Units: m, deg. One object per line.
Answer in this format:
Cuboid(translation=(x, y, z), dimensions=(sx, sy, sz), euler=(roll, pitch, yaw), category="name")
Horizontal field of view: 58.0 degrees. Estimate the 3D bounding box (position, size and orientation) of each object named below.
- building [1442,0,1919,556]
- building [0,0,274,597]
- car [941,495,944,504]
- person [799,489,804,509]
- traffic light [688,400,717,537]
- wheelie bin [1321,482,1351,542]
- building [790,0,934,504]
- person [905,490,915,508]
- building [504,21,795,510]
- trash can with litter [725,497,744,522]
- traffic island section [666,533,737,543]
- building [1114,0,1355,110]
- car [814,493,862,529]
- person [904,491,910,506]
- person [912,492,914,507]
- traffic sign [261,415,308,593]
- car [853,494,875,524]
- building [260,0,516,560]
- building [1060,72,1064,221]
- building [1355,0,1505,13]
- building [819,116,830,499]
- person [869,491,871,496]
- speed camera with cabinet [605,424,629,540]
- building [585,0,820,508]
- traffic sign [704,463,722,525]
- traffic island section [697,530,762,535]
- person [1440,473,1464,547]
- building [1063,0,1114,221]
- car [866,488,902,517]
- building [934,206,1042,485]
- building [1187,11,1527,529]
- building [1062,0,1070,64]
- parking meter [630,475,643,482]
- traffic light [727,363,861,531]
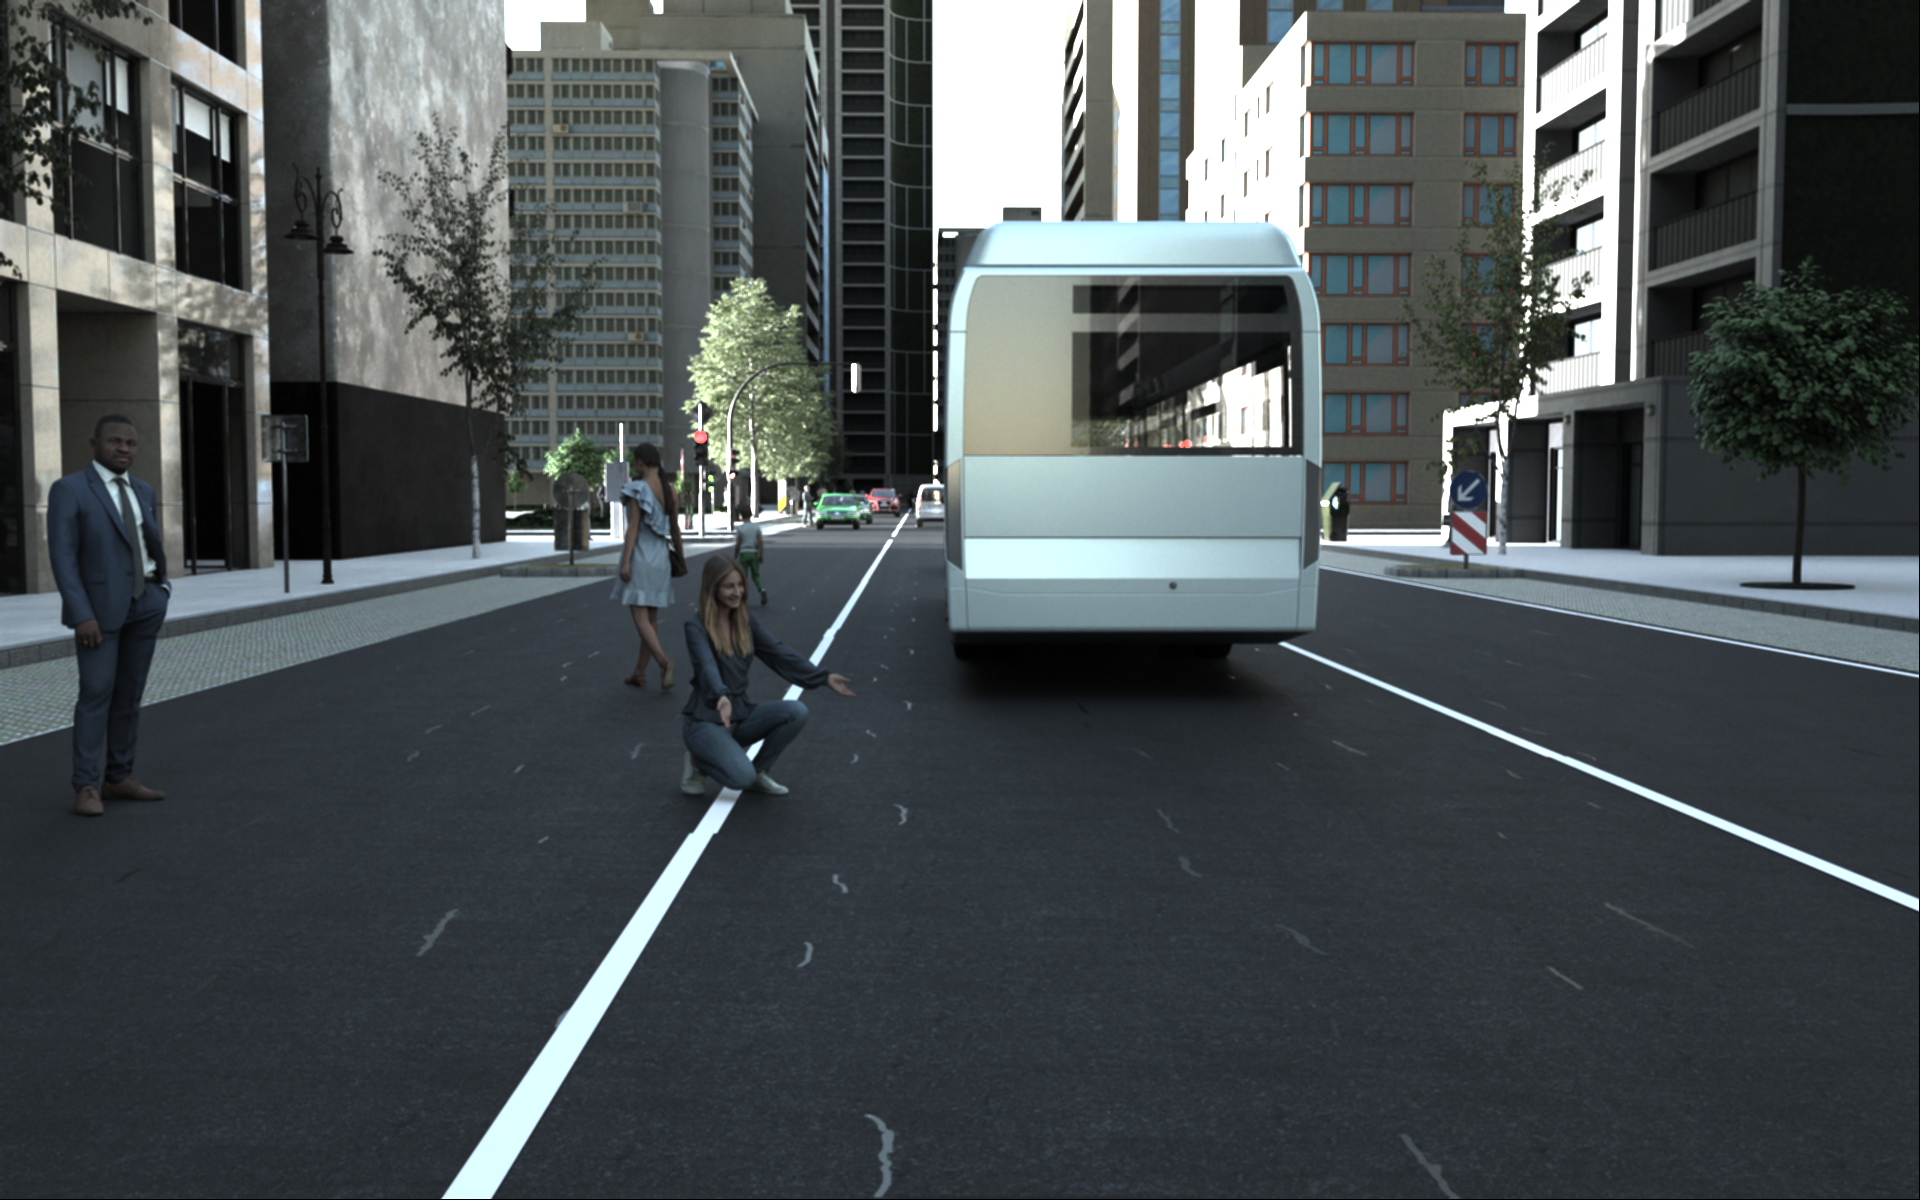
Cuboid(translation=(24.560, -36.715, 38.541), dimensions=(20.563, 71.187, 20.611), euler=(0, 4, -1), category="building")
Cuboid(translation=(-21.189, -12.706, 12.266), dimensions=(19.350, 26.468, 34.151), euler=(0, 4, -1), category="building")
Cuboid(translation=(0.799, -1.437, 32.171), dimensions=(2.281, 1.827, 5.304), euler=(0, 4, -2), category="car")
Cuboid(translation=(-13.970, -8.873, 152.031), dimensions=(0.541, 1.710, 0.530), euler=(0, 4, -3), category="person")
Cuboid(translation=(-7.705, -3.848, 51.833), dimensions=(0.839, 4.253, 0.868), euler=(0, 4, -1), category="traffic light")
Cuboid(translation=(10.172, -2.383, 46.875), dimensions=(0.693, 1.594, 0.980), euler=(-1, 4, -8), category="wheelie bin")
Cuboid(translation=(-13.763, -48.423, 229.971), dimensions=(20.611, 71.187, 20.563), euler=(0, 4, -1), category="building")
Cuboid(translation=(-5.004, -10.234, 175.966), dimensions=(1.348, 1.807, 0.705), euler=(3, 5, 40), category="person")
Cuboid(translation=(-30.416, -27.813, 146.629), dimensions=(32.217, 40.220, 23.993), euler=(0, 4, -1), category="building")
Cuboid(translation=(-10.195, -4.144, 79.142), dimensions=(0.624, 1.170, 1.055), euler=(2, 4, 27), category="trash can with litter")
Cuboid(translation=(-7.745, -1.816, 51.967), dimensions=(2.009, 0.180, 2.903), euler=(0, 4, -1), category="traffic island section")
Cuboid(translation=(18.389, -28.836, 121.586), dimensions=(14.600, 45.320, 14.200), euler=(0, 4, -1), category="building")
Cuboid(translation=(-5.038, -3.845, 71.662), dimensions=(1.959, 1.807, 4.718), euler=(0, 4, -3), category="car")
Cuboid(translation=(-6.081, -12.115, 206.670), dimensions=(1.348, 1.812, 0.705), euler=(1, 4, 14), category="person")
Cuboid(translation=(-5.403, -11.486, 197.120), dimensions=(0.721, 1.723, 1.217), euler=(1, 4, 15), category="person")
Cuboid(translation=(-8.738, -1.241, 22.424), dimensions=(0.606, 2.300, 0.079), euler=(0, 4, 3), category="traffic sign")
Cuboid(translation=(-5.174, -4.411, 83.920), dimensions=(2.131, 1.459, 4.920), euler=(0, 4, -2), category="car")
Cuboid(translation=(-20.612, -10.635, 41.330), dimensions=(16.811, 18.784, 16.820), euler=(0, 4, -1), category="building")
Cuboid(translation=(17.296, -31.810, 170.197), dimensions=(14.600, 45.320, 14.200), euler=(0, 4, -1), category="building")
Cuboid(translation=(21.250, -27.371, 97.623), dimensions=(14.600, 45.320, 14.200), euler=(0, 4, -1), category="building")
Cuboid(translation=(-22.660, -33.702, 201.131), dimensions=(14.200, 45.320, 14.600), euler=(0, 4, -1), category="building")
Cuboid(translation=(-10.903, -12.281, 209.745), dimensions=(0.568, 1.767, 0.683), euler=(0, 4, 8), category="person")
Cuboid(translation=(-9.725, -3.378, 49.560), dimensions=(0.660, 3.252, 2.038), euler=(0, 4, -3), category="speed camera with cabinet")
Cuboid(translation=(-25.045, -33.382, 169.501), dimensions=(21.300, 48.544, 21.600), euler=(0, 4, -1), category="building")
Cuboid(translation=(-10.274, -4.403, 72.090), dimensions=(0.768, 2.556, 0.104), euler=(0, 4, 3), category="traffic sign")
Cuboid(translation=(-7.929, -2.304, 59.950), dimensions=(2.009, 0.180, 2.903), euler=(0, 4, -1), category="traffic island section")
Cuboid(translation=(11.852, -2.152, 41.412), dimensions=(0.728, 1.800, 0.709), euler=(1, 4, 20), category="person")
Cuboid(translation=(20.535, -32.282, 151.520), dimensions=(21.300, 48.544, 21.600), euler=(0, 4, -1), category="building")
Cuboid(translation=(-4.806, -6.122, 108.775), dimensions=(2.281, 1.827, 5.304), euler=(0, 4, -3), category="car")
Cuboid(translation=(8.411, -33.324, 236.732), dimensions=(23.993, 40.220, 32.217), euler=(0, 4, -1), category="building")
Cuboid(translation=(26.494, -14.156, 76.485), dimensions=(28.899, 21.520, 27.650), euler=(0, 4, -1), category="building")
Cuboid(translation=(20.054, -53.772, 191.851), dimensions=(22.319, 86.520, 31.000), euler=(0, 4, -1), category="building")
Cuboid(translation=(-9.588, -2.787, 51.283), dimensions=(0.399, 1.863, 0.255), euler=(-1, 4, -15), category="parking meter")
Cuboid(translation=(-5.799, -5.213, 59.899), dimensions=(4.771, 5.953, 1.251), euler=(0, 4, -1), category="traffic light")
